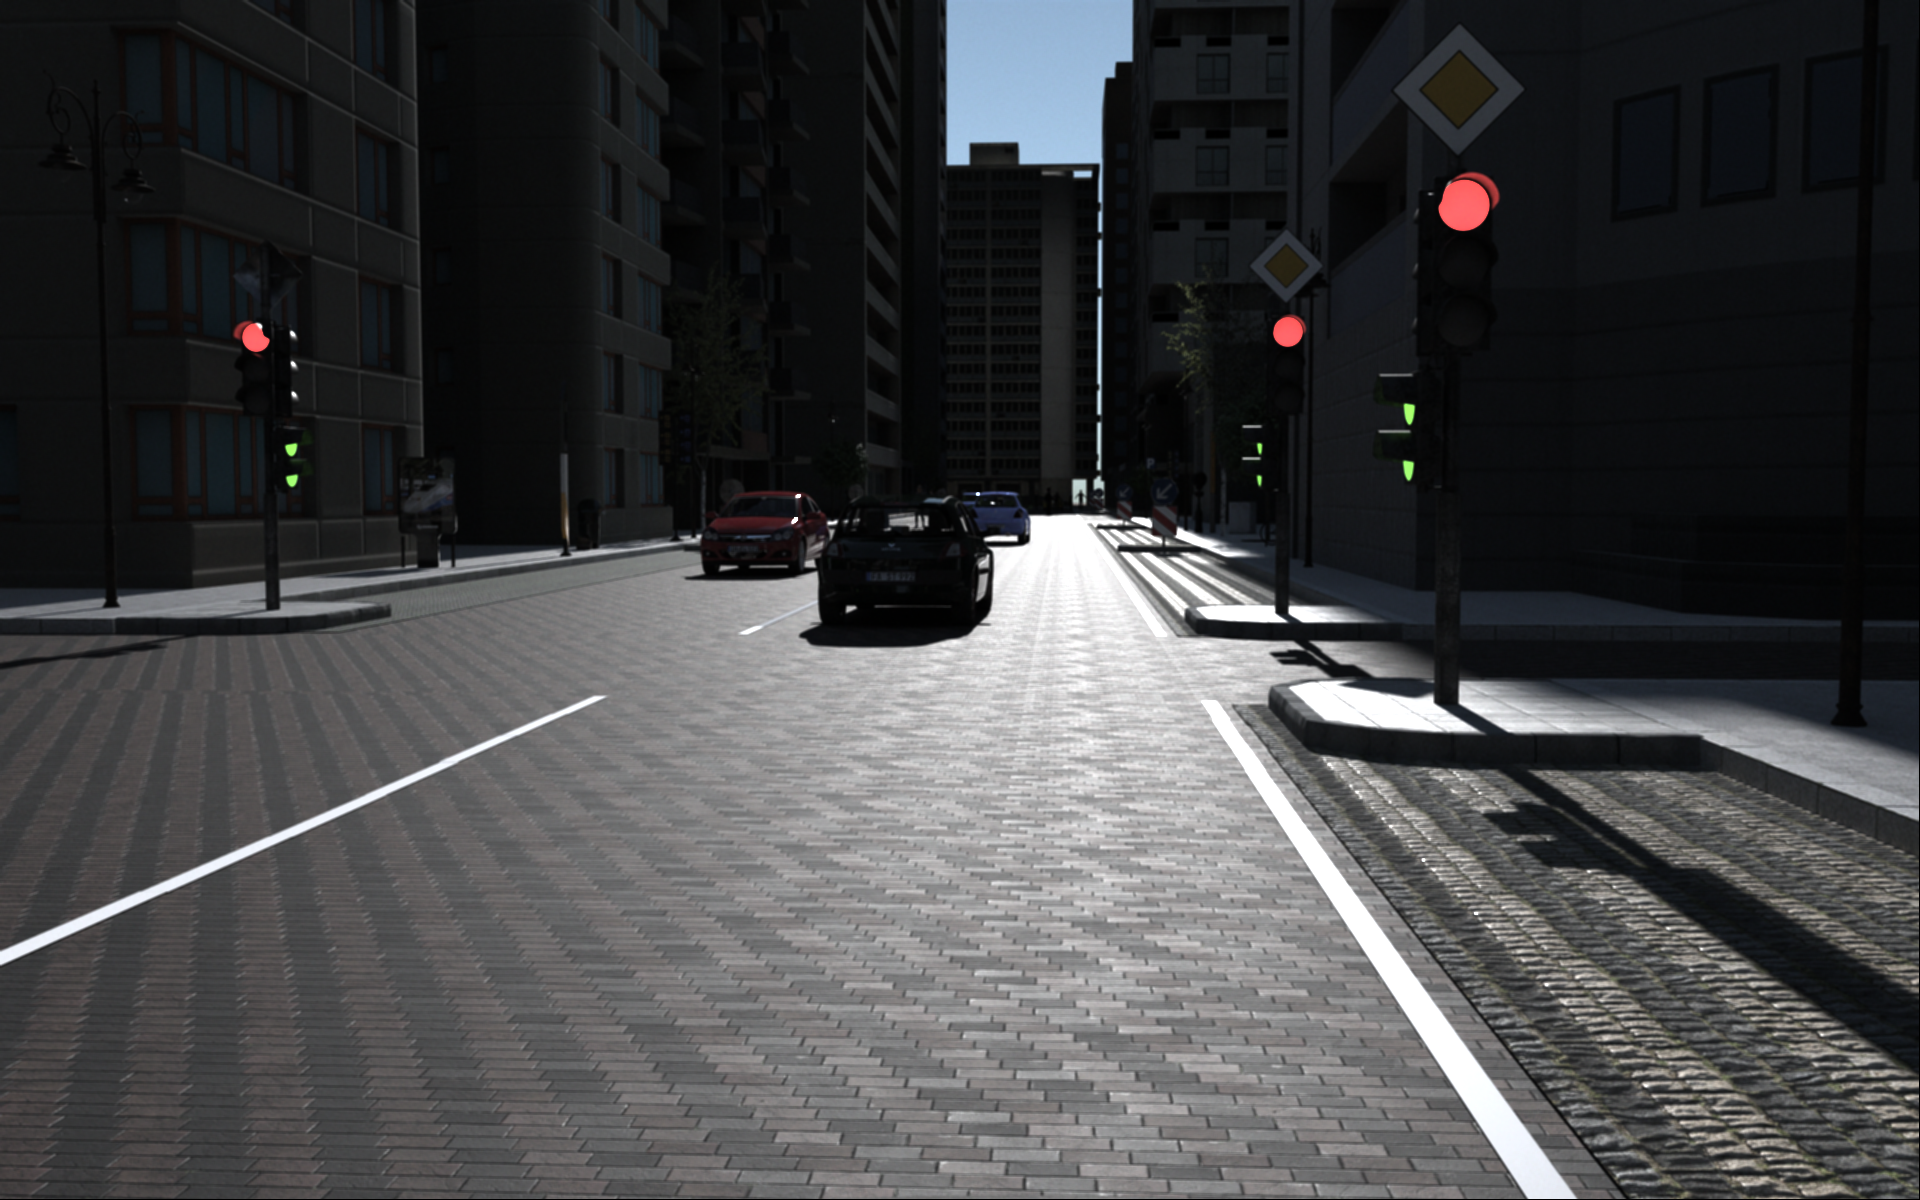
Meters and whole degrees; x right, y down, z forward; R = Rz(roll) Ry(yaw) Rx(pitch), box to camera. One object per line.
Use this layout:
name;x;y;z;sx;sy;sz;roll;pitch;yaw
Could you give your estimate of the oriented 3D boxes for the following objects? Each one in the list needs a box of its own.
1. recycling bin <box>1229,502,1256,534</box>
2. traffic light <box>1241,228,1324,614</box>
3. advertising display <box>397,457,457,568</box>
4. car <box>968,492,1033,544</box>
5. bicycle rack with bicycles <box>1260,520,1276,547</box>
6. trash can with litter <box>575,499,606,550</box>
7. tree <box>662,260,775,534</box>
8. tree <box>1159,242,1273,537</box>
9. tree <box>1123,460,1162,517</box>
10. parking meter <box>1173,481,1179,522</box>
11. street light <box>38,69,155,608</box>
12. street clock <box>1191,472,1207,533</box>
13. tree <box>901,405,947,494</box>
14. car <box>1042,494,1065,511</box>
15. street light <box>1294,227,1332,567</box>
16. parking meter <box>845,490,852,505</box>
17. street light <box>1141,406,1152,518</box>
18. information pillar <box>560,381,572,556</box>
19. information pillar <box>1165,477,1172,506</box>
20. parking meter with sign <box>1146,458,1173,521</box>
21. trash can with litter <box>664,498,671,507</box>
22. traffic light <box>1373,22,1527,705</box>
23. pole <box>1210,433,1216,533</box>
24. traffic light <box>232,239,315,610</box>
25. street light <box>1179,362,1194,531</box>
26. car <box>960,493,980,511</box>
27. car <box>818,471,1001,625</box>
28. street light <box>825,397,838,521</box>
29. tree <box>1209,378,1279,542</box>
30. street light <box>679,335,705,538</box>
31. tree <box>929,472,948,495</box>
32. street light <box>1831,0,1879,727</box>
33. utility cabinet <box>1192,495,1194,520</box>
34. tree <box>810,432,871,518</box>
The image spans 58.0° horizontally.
recycling bin;9.117;-2.650;55.875;0.722;1.027;0.722;2;4;27
traffic light;3.434;-1.807;18.469;0.839;4.253;0.868;0;4;3
advertising display;-9.285;-1.529;30.206;0.974;1.923;0.123;0;4;-7
car;1.171;-2.532;50.981;1.945;1.707;3.694;0;4;5
bicycle rack with bicycles;8.630;-1.778;42.459;2.925;0.926;2.852;3;4;39
trash can with litter;-8.609;-1.765;40.250;0.624;1.170;1.055;0;4;-4
tree;-8.157;-6.433;55.536;4.737;8.622;4.395;0;3;0
tree;8.109;-6.189;51.547;4.360;8.622;3.978;0;3;0
tree;10.447;-6.399;99.225;1.663;3.219;1.824;0;3;0
parking meter;9.959;-4.535;79.858;0.255;1.863;0.399;0;4;-2
street light;-9.625;-2.855;19.471;0.468;5.910;1.993;0;4;3
street clock;7.899;-3.222;57.243;0.471;2.002;0.358;-2;4;-25
tree;-2.928;-11.759;142.625;4.737;8.622;4.395;0;3;0
car;7.999;-8.449;148.363;2.015;1.641;3.980;0;4;3
street light;6.127;-3.517;30.283;0.468;5.910;1.993;0;4;3
parking meter;-6.076;-5.276;94.669;0.372;1.533;0.369;0;3;0
street light;9.819;-7.250;91.322;0.468;5.910;1.993;0;4;3
information pillar;-8.162;-2.714;35.723;0.183;3.616;0.504;0;4;-5
information pillar;8.992;-4.297;74.740;0.304;2.012;0.304;1;4;10
parking meter with sign;9.697;-5.345;83.644;0.543;3.016;1.738;3;5;41
trash can with litter;-9.304;-2.527;52.706;1.055;1.170;0.624;-1;4;-11
traffic light;2.961;-1.320;10.498;0.839;4.253;0.868;0;4;3
pole;8.318;-3.857;56.900;0.158;3.312;0.155;0;3;0
traffic light;-7.608;-1.846;19.107;0.839;4.253;0.868;0;4;3
street light;7.961;-5.387;60.866;0.468;5.910;1.993;0;4;3
car;0.727;-6.041;108.366;1.945;1.707;3.694;0;4;2
car;-0.560;-0.645;20.338;2.009;1.686;4.222;0;4;5
street light;-5.967;-6.612;80.894;0.468;5.910;1.993;0;4;3
tree;8.429;-3.858;46.788;4.285;4.588;4.351;0;3;0
street light;-7.780;-4.751;50.460;0.468;5.910;1.993;0;4;3
tree;-2.090;-9.348;147.442;1.663;3.219;1.824;0;3;0
street light;4.937;-2.242;9.441;0.468;5.910;1.993;0;4;3
utility cabinet;11.765;-4.581;86.058;0.306;1.237;1.020;1;4;18
tree;-6.319;-6.626;92.054;4.285;4.588;4.351;0;3;0
